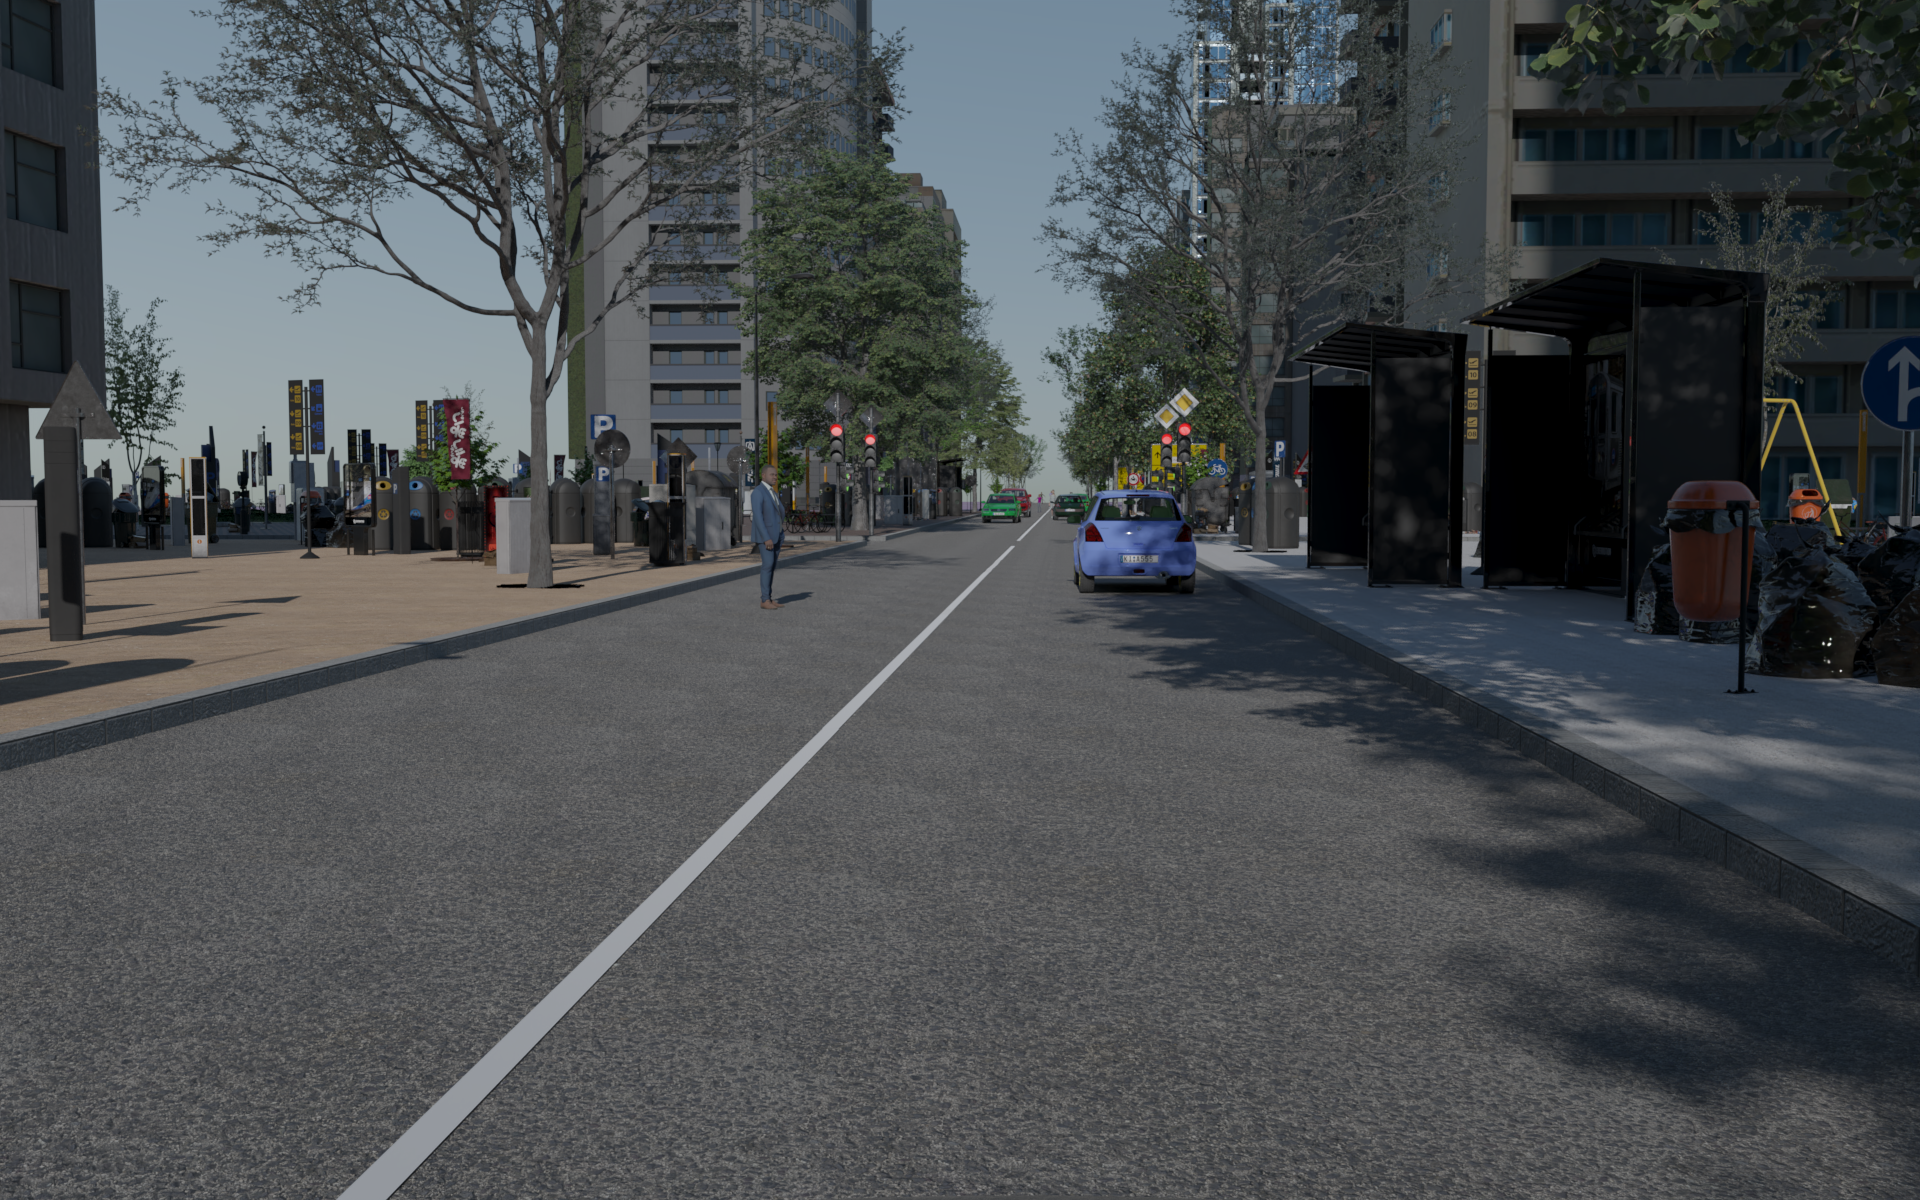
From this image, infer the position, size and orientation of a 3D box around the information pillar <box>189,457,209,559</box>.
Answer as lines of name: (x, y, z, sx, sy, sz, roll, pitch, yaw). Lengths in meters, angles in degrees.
information pillar: (-15.155, -1.835, 34.487, 0.304, 2.012, 0.304, -1, 4, -21)

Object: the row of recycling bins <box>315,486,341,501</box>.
row of recycling bins: (-46.649, -7.278, 126.102, 3.534, 1.692, 1.069, 1, 4, 12)

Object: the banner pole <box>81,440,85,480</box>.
banner pole: (-29.474, -4.131, 57.556, 0.401, 3.779, 0.863, 2, 4, 34)

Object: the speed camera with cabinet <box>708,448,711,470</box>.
speed camera with cabinet: (-11.358, -4.874, 74.028, 2.038, 3.252, 0.660, 2, 4, 30)

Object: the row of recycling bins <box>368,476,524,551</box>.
row of recycling bins: (-11.972, -1.996, 39.744, 3.534, 1.692, 1.069, 0, 4, 6)

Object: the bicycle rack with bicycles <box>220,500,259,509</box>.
bicycle rack with bicycles: (-48.631, -6.196, 114.688, 2.852, 0.926, 2.925, 3, 5, 44)

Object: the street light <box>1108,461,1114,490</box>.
street light: (8.806, -7.547, 95.935, 1.470, 5.913, 1.316, 0, 4, 3)

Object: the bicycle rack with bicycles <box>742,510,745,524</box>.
bicycle rack with bicycles: (-7.753, -3.678, 73.521, 2.852, 0.926, 2.925, 3, 4, 36)

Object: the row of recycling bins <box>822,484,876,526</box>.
row of recycling bins: (-4.499, -3.872, 70.424, 1.069, 1.692, 3.534, -2, 4, -32)

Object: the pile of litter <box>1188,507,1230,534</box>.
pile of litter: (7.879, -2.572, 56.017, 1.719, 0.858, 1.176, 1, 4, 15)

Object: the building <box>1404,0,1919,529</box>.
building: (29.986, -27.373, 71.247, 21.600, 48.544, 21.300, 0, 4, 3)

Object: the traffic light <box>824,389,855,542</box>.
traffic light: (-3.245, -3.513, 46.358, 0.839, 4.253, 0.868, 0, 4, 3)

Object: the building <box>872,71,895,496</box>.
building: (-18.198, -31.749, 173.721, 22.147, 44.769, 28.867, 0, 4, 3)

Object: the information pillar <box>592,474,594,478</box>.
information pillar: (-13.170, -3.580, 63.020, 0.304, 2.012, 0.304, 1, 4, 21)

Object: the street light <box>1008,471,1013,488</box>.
street light: (4.057, -11.715, 164.087, 1.470, 5.913, 1.316, 0, 4, 3)

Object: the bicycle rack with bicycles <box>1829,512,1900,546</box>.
bicycle rack with bicycles: (17.889, -1.230, 33.486, 2.925, 0.926, 2.852, -1, 4, -12)

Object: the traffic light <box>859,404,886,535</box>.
traffic light: (-2.762, -4.000, 54.328, 0.839, 4.253, 0.868, 0, 4, 3)

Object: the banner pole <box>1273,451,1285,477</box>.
banner pole: (16.468, -6.066, 89.189, 0.863, 3.779, 0.401, 3, 5, 45)

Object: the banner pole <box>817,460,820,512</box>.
banner pole: (-10.168, -8.282, 125.422, 0.401, 3.779, 0.863, 0, 4, -5)

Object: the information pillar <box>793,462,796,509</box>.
information pillar: (-9.954, -6.900, 104.172, 0.183, 3.616, 0.504, 1, 4, 10)

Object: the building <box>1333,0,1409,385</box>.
building: (35.514, -27.731, 108.032, 22.147, 44.769, 28.867, 0, 4, 3)

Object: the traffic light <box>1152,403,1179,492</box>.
traffic light: (6.384, -3.968, 53.791, 0.839, 4.253, 0.868, 0, 4, 3)

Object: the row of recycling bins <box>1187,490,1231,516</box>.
row of recycling bins: (15.177, -5.844, 102.667, 3.534, 1.692, 1.069, 0, 4, -6)

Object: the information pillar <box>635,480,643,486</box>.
information pillar: (-16.692, -5.235, 90.092, 0.304, 2.012, 0.304, -3, 5, -41)

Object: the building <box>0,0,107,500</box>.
building: (-23.027, -15.666, 27.842, 14.107, 30.474, 14.160, 0, 4, 3)

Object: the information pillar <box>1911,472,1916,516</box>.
information pillar: (31.324, -3.220, 57.135, 0.304, 2.012, 0.304, 2, 4, 25)

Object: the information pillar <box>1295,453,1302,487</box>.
information pillar: (19.311, -6.579, 98.919, 0.504, 3.616, 0.183, -3, 5, -41)

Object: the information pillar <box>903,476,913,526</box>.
information pillar: (-2.134, -4.048, 70.683, 0.304, 2.012, 0.304, 2, 4, 27)

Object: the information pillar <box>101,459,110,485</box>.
information pillar: (-56.844, -7.575, 115.202, 0.504, 3.616, 0.183, -3, 5, -43)

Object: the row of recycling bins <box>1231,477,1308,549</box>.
row of recycling bins: (7.543, -2.145, 42.180, 1.069, 1.692, 3.534, 0, 4, -2)

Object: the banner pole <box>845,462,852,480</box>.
banner pole: (-7.402, -7.804, 117.606, 0.863, 3.779, 0.401, -1, 4, -23)

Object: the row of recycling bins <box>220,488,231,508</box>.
row of recycling bins: (-51.022, -6.880, 119.598, 1.069, 1.692, 3.534, -2, 4, -31)

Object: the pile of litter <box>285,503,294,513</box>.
pile of litter: (-32.193, -4.197, 82.583, 1.176, 0.858, 1.719, 1, 4, 21)

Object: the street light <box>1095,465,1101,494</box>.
street light: (11.450, -10.221, 139.651, 1.470, 5.913, 1.316, 0, 4, 3)

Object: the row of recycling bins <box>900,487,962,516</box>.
row of recycling bins: (-1.588, -5.753, 101.179, 3.534, 1.692, 1.069, 1, 4, 10)

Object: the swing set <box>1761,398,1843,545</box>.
swing set: (12.438, -1.870, 28.191, 3.119, 2.851, 2.862, -1, 4, -18)

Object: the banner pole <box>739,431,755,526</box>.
banner pole: (-8.468, -4.815, 68.742, 0.863, 3.779, 0.401, 1, 4, 15)

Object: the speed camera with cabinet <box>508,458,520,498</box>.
speed camera with cabinet: (-24.641, -6.155, 94.971, 0.660, 3.252, 2.038, -2, 4, -35)

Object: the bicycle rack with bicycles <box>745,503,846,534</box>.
bicycle rack with bicycles: (-5.080, -2.709, 57.679, 2.925, 0.926, 2.852, -3, 4, -36)

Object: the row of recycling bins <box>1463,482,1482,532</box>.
row of recycling bins: (17.524, -3.281, 60.765, 1.069, 1.692, 3.534, 0, 4, -1)

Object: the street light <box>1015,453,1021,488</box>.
street light: (6.016, -13.711, 196.710, 1.470, 5.913, 1.316, 0, 4, 3)

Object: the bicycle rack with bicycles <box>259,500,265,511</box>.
bicycle rack with bicycles: (-52.608, -7.229, 131.583, 2.925, 0.926, 2.852, -2, 4, -35)

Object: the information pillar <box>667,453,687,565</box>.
information pillar: (-5.125, -1.644, 31.378, 0.304, 2.012, 0.304, 0, 4, -1)

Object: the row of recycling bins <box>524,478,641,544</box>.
row of recycling bins: (-9.814, -2.305, 44.793, 3.534, 1.692, 1.069, -3, 5, -43)

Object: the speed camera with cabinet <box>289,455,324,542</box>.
speed camera with cabinet: (-17.804, -3.234, 47.213, 0.660, 3.252, 2.038, -2, 4, -29)

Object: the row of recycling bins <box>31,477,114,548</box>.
row of recycling bins: (-22.219, -2.115, 41.697, 3.534, 1.692, 1.069, 0, 4, -2)

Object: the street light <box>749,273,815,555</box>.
street light: (-3.752, -3.915, 36.552, 1.470, 5.913, 1.316, 0, 4, 3)

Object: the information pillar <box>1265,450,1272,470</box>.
information pillar: (16.402, -6.173, 92.282, 0.504, 3.616, 0.183, -2, 4, -24)

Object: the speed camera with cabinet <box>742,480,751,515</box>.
speed camera with cabinet: (-13.413, -6.963, 108.182, 2.038, 3.252, 0.660, -3, 5, -43)

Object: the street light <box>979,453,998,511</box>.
street light: (2.112, -9.715, 131.381, 1.470, 5.913, 1.316, 0, 4, 3)

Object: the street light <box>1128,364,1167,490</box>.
street light: (6.832, -5.479, 62.126, 1.470, 5.913, 1.316, 0, 4, 3)

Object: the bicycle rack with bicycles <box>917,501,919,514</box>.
bicycle rack with bicycles: (-1.876, -5.757, 107.507, 2.852, 0.926, 2.925, 1, 4, 9)

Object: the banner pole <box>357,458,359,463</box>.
banner pole: (-41.791, -8.006, 120.908, 0.401, 3.779, 0.863, 2, 4, 34)

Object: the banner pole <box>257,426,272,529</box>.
banner pole: (-25.578, -4.496, 63.519, 0.401, 3.779, 0.863, -3, 5, -43)

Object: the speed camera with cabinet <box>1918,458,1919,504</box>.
speed camera with cabinet: (23.765, -2.911, 41.935, 0.660, 3.252, 2.038, 3, 5, 42)
